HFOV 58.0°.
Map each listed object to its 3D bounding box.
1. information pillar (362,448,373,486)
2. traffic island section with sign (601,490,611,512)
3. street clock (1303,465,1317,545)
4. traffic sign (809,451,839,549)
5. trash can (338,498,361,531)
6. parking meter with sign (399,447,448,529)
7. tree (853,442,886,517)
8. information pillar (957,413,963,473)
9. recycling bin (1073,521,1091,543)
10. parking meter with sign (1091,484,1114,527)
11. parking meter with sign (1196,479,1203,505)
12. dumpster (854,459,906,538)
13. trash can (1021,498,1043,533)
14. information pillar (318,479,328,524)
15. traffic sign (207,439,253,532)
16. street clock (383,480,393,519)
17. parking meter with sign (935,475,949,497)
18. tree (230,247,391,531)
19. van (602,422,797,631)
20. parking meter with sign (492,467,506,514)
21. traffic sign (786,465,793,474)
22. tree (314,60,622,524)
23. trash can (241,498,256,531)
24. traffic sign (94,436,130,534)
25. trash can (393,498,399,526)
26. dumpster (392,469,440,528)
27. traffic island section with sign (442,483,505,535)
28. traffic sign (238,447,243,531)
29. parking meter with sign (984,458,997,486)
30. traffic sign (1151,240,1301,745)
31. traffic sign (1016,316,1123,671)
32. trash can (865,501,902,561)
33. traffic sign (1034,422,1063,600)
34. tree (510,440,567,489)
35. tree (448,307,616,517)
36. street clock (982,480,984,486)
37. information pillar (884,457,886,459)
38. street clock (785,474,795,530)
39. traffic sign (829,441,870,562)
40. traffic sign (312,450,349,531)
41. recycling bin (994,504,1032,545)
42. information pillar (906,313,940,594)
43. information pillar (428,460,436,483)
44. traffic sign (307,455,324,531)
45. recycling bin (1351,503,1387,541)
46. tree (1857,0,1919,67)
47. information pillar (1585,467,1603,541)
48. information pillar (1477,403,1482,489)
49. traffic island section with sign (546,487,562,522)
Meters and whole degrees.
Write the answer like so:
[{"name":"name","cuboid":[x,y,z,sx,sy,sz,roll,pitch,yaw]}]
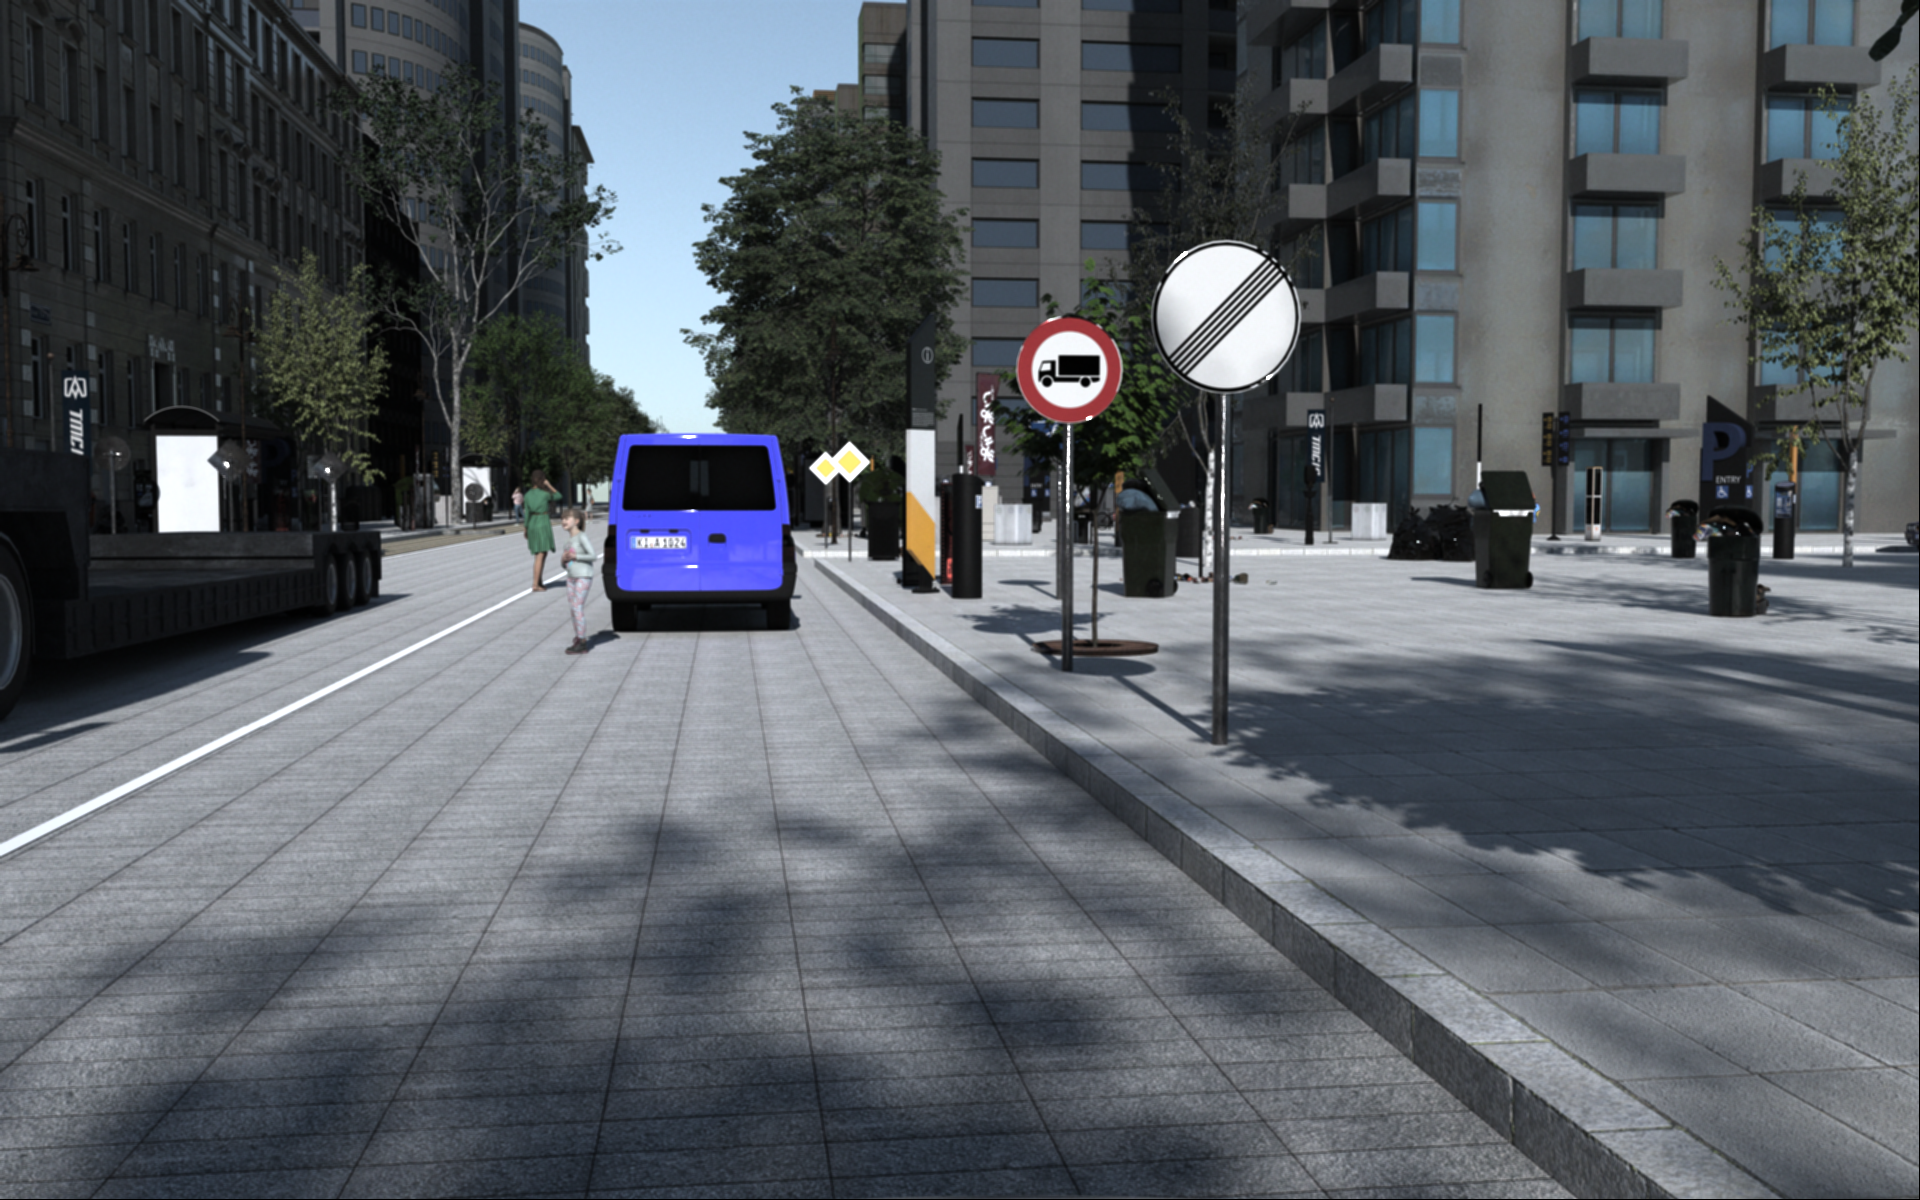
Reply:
[{"name":"information pillar","cuboid":[-29.755,-5.847,86.958,0.504,3.616,0.183,-1,4,-10]},{"name":"traffic island section with sign","cuboid":[-27.564,-7.913,138.009,1.989,1.847,2.006,0,4,-8]},{"name":"street clock","cuboid":[8.833,-2.395,43.736,0.358,2.002,0.471,0,4,2]},{"name":"traffic sign","cuboid":[-3.155,-2.268,40.720,0.795,2.450,0.064,0,4,-8]},{"name":"trash can","cuboid":[-20.812,-2.900,59.067,0.748,1.137,0.748,0,3,0]},{"name":"parking meter with sign","cuboid":[-19.999,-4.179,64.586,1.738,3.016,0.543,-1,4,-9]},{"name":"tree","cuboid":[-5.526,-7.051,99.003,4.285,4.588,4.351,0,3,0]},{"name":"information pillar","cuboid":[0.004,-3.623,50.594,0.183,3.616,0.504,-1,4,-10]},{"name":"recycling bin","cuboid":[3.032,-2.048,46.036,0.722,1.027,0.722,-1,4,-14]},{"name":"parking meter with sign","cuboid":[5.594,-4.321,66.906,0.543,3.016,1.738,-3,4,-38]},{"name":"parking meter with sign","cuboid":[12.027,-5.626,88.242,1.738,3.016,0.543,0,4,8]},{"name":"dumpster","cuboid":[-2.210,-2.875,49.499,1.502,2.255,1.985,0,4,-8]},{"name":"trash can","cuboid":[2.364,-2.767,56.900,0.748,1.137,0.748,0,3,0]},{"name":"information pillar","cuboid":[-27.720,-4.334,75.356,0.304,2.012,0.304,1,4,8]},{"name":"traffic sign","cuboid":[-13.188,-1.694,31.339,0.795,2.450,0.064,0,4,-8]},{"name":"street clock","cuboid":[-29.916,-5.264,90.631,0.358,2.002,0.471,2,4,26]},{"name":"parking meter with sign","cuboid":[-0.817,-4.483,69.566,1.738,3.016,0.543,3,5,44]},{"name":"tree","cuboid":[-18.716,-6.182,51.438,4.737,8.622,4.395,0,3,0]},{"name":"van","cuboid":[-2.934,-0.944,19.812,2.240,2.365,5.245,0,4,-8]},{"name":"parking meter with sign","cuboid":[-30.236,-7.075,111.936,1.738,3.016,0.543,0,4,5]},{"name":"traffic sign","cuboid":[-11.910,-7.309,113.368,2.265,3.308,0.079,0,4,1]},{"name":"tree","cuboid":[-20.569,-13.343,74.045,12.611,20.169,13.585,0,3,0]},{"name":"trash can","cuboid":[-23.335,-2.738,56.418,0.748,1.137,0.748,0,3,0]},{"name":"traffic sign","cuboid":[-18.605,-2.319,38.019,0.768,2.556,0.104,0,4,-4]},{"name":"trash can","cuboid":[-22.383,-3.536,69.467,0.748,1.137,0.748,0,3,0]},{"name":"dumpster","cuboid":[-20.705,-3.879,65.917,1.502,2.255,1.985,0,4,-8]},{"name":"traffic island section with sign","cuboid":[-17.294,-3.245,61.681,1.989,1.847,2.006,0,4,-8]},{"name":"traffic sign","cuboid":[-19.622,-2.879,47.180,0.768,2.556,0.104,0,4,2]},{"name":"parking meter with sign","cuboid":[1.376,-5.261,82.278,0.543,3.016,1.738,1,4,10]},{"name":"traffic sign","cuboid":[1.332,-0.532,8.800,0.768,2.556,0.104,0,4,-6]},{"name":"traffic sign","cuboid":[0.779,-0.757,12.483,0.768,2.556,0.104,0,4,-5]},{"name":"trash can","cuboid":[-1.475,-1.335,33.485,0.748,1.137,0.748,0,3,0]},{"name":"traffic sign","cuboid":[1.212,-1.276,20.974,0.768,2.556,0.104,0,4,1]},{"name":"tree","cuboid":[-25.494,-7.400,104.709,4.285,4.588,4.351,0,3,0]},{"name":"tree","cuboid":[-24.688,-10.472,96.973,9.928,11.665,9.643,0,3,0]},{"name":"street clock","cuboid":[0.987,-5.035,86.886,0.471,2.002,0.358,0,4,-2]},{"name":"information pillar","cuboid":[-4.824,-7.264,110.126,0.183,3.616,0.504,1,4,14]},{"name":"street clock","cuboid":[-6.156,-3.553,62.662,0.358,2.002,0.471,-2,4,-27]},{"name":"traffic sign","cuboid":[-2.090,-1.784,32.806,0.795,2.450,0.064,0,4,-8]},{"name":"traffic sign","cuboid":[-14.253,-2.178,39.253,0.795,2.450,0.064,0,4,-8]},{"name":"recycling bin","cuboid":[1.346,-1.908,43.745,0.722,1.027,0.722,3,4,37]},{"name":"information pillar","cuboid":[-0.497,-1.895,22.335,0.183,3.616,0.504,3,5,40]},{"name":"information pillar","cuboid":[-32.591,-7.068,106.915,0.504,3.616,0.183,1,4,13]},{"name":"traffic sign","cuboid":[-16.746,-2.642,45.321,0.606,2.300,0.079,0,4,-6]},{"name":"recycling bin","cuboid":[11.353,-2.173,48.079,0.722,1.027,0.722,-3,5,-44]},{"name":"tree","cuboid":[3.211,-1.180,3.008,4.285,4.588,4.351,0,3,0]},{"name":"information pillar","cuboid":[17.286,-2.616,47.258,0.304,2.012,0.304,-1,4,-20]},{"name":"information pillar","cuboid":[13.494,-3.284,45.047,0.183,3.616,0.504,1,4,15]},{"name":"traffic island section with sign","cuboid":[-20.895,-4.879,88.395,1.989,1.847,2.006,0,4,-8]}]
